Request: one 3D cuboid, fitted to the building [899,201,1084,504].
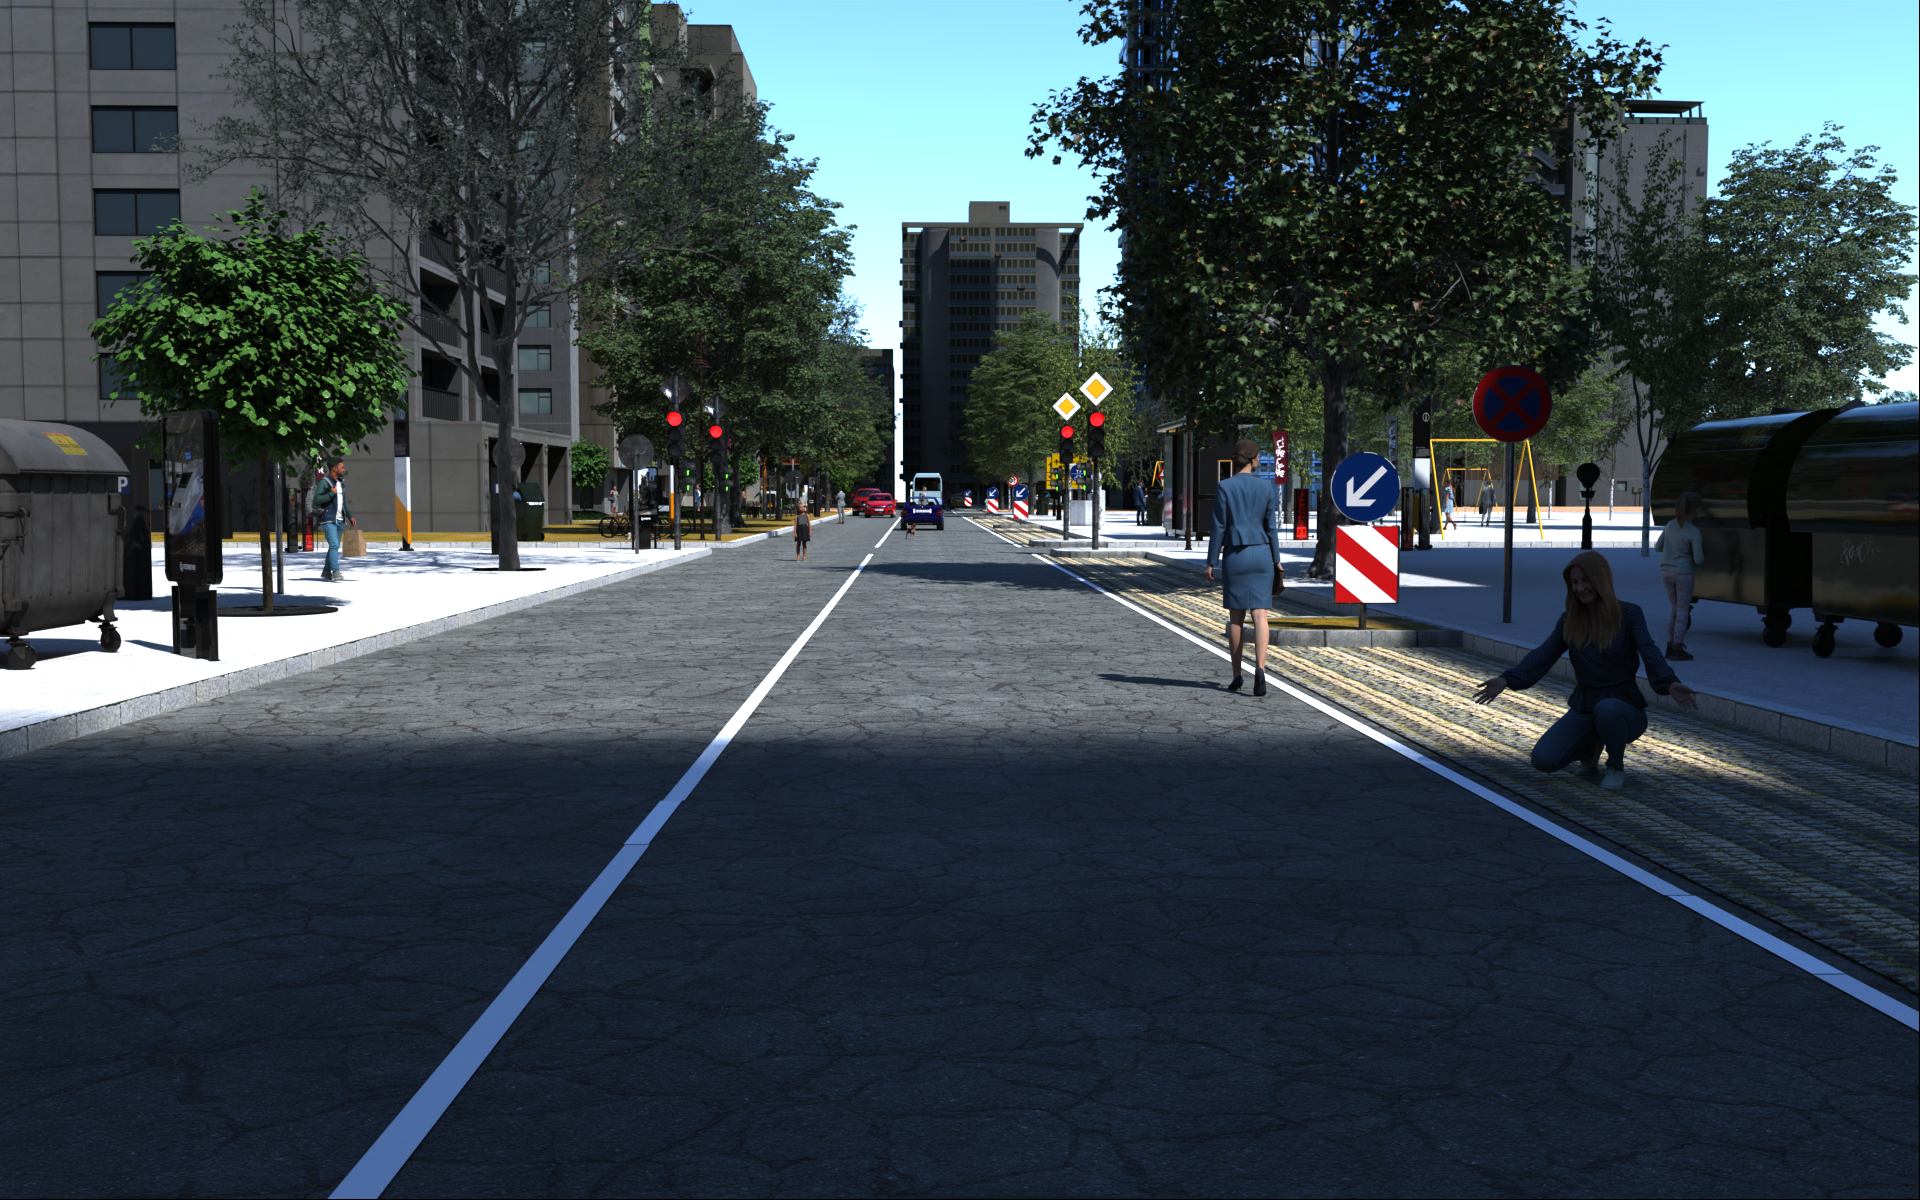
[{"bbox_3d":[3.884,-33.068,232.544,23.993,40.220,32.217,0,4,-1],"label":"building"}]

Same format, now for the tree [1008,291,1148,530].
[{"bbox_3d":[4.814,-6.818,61.830,4.737,8.622,4.395,0,3,0],"label":"tree"}]

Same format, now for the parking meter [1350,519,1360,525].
[{"bbox_3d":[7.824,-1.748,34.296,0.399,1.863,0.255,-2,4,-31],"label":"parking meter"}]

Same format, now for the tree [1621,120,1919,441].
[{"bbox_3d":[28.183,-9.404,60.409,9.857,13.997,8.962,0,3,0],"label":"tree"}]

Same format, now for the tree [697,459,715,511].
[{"bbox_3d":[-13.586,-6.049,93.503,1.663,3.219,1.824,0,3,0],"label":"tree"}]

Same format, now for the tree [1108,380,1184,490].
[{"bbox_3d":[10.133,-8.398,87.669,4.360,8.622,3.978,0,3,0],"label":"tree"}]

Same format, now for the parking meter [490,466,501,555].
[{"bbox_3d":[-9.693,-1.887,36.563,0.399,1.863,0.255,-1,4,-12],"label":"parking meter"}]

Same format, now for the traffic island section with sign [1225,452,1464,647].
[{"bbox_3d":[3.685,-0.514,17.036,1.989,1.847,2.006,0,4,-1],"label":"traffic island section with sign"}]

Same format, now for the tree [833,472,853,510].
[{"bbox_3d":[-9.448,-9.089,143.199,1.663,3.219,1.824,0,3,0],"label":"tree"}]

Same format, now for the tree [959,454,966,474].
[{"bbox_3d":[1.858,-15.151,198.086,4.737,8.622,4.395,0,3,0],"label":"tree"}]

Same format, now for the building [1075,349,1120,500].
[{"bbox_3d":[30.773,-23.660,231.877,28.899,21.520,27.650,0,4,-1],"label":"building"}]

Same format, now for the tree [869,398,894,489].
[{"bbox_3d":[-11.144,-15.831,175.837,9.611,12.733,9.660,0,3,0],"label":"tree"}]

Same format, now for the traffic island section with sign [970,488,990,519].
[{"bbox_3d":[1.744,-5.557,99.477,1.989,1.847,2.006,0,4,-1],"label":"traffic island section with sign"}]

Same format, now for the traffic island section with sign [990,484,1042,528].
[{"bbox_3d":[2.392,-3.908,72.529,1.989,1.847,2.006,0,4,-1],"label":"traffic island section with sign"}]

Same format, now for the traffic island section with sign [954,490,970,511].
[{"bbox_3d":[0.576,-8.672,150.418,1.989,1.847,2.006,0,4,-1],"label":"traffic island section with sign"}]

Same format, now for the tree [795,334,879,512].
[{"bbox_3d":[-9.763,-12.456,121.779,7.486,12.596,7.792,0,3,0],"label":"tree"}]

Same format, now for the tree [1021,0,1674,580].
[{"bbox_3d":[5.726,-6.681,26.240,9.611,12.733,9.660,0,3,0],"label":"tree"}]

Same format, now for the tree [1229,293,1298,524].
[{"bbox_3d":[13.734,-9.524,73.843,7.486,12.596,7.792,0,3,0],"label":"tree"}]

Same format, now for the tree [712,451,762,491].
[{"bbox_3d":[-14.738,-7.997,114.456,4.285,4.588,4.351,0,3,0],"label":"tree"}]

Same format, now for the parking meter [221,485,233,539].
[{"bbox_3d":[-21.011,-2.514,49.518,0.372,1.533,0.369,0,3,0],"label":"parking meter"}]

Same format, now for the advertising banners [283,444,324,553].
[{"bbox_3d":[-14.507,-2.583,38.420,0.090,3.025,2.074,0,4,4],"label":"advertising banners"}]

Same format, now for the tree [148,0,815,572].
[{"bbox_3d":[-7.679,-7.226,28.511,12.009,13.543,11.850,0,3,0],"label":"tree"}]

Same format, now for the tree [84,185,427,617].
[{"bbox_3d":[-7.546,-2.139,18.691,4.285,4.588,4.351,0,3,0],"label":"tree"}]

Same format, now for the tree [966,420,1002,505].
[{"bbox_3d":[3.655,-11.009,130.361,4.737,8.622,4.395,0,3,0],"label":"tree"}]

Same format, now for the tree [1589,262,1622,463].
[{"bbox_3d":[24.699,-9.630,75.572,7.486,12.596,7.792,0,3,0],"label":"tree"}]

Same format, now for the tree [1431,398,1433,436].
[{"bbox_3d":[31.171,-9.861,111.594,4.360,8.622,3.978,0,3,0],"label":"tree"}]

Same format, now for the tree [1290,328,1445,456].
[{"bbox_3d":[19.918,-10.887,88.375,12.009,13.543,11.850,0,3,0],"label":"tree"}]

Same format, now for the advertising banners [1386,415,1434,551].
[{"bbox_3d":[10.103,-2.618,38.996,0.090,3.025,2.074,3,5,44],"label":"advertising banners"}]

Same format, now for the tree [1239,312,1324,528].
[{"bbox_3d":[11.870,-6.969,64.312,4.737,8.622,4.395,0,3,0],"label":"tree"}]

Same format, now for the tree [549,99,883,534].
[{"bbox_3d":[-7.787,-9.095,55.361,9.857,13.997,8.962,0,3,0],"label":"tree"}]

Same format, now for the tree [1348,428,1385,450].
[{"bbox_3d":[27.587,-10.395,120.324,4.360,8.622,3.978,0,3,0],"label":"tree"}]

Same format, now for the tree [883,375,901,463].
[{"bbox_3d":[-10.029,-15.431,158.956,9.857,13.997,8.962,0,3,0],"label":"tree"}]

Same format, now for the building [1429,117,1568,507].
[{"bbox_3d":[53.769,-32.534,182.046,14.200,45.320,14.600,0,4,-1],"label":"building"}]

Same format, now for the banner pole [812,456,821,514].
[{"bbox_3d":[-9.357,-7.554,113.518,0.401,3.779,0.863,-3,5,-45],"label":"banner pole"}]

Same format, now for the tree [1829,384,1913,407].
[{"bbox_3d":[52.454,-7.816,90.701,20.602,7.101,11.467,0,4,8],"label":"tree"}]

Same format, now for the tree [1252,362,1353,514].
[{"bbox_3d":[22.338,-11.405,112.228,9.928,11.665,9.643,0,3,0],"label":"tree"}]

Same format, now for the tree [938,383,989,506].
[{"bbox_3d":[2.576,-17.058,189.275,12.009,13.543,11.850,0,3,0],"label":"tree"}]

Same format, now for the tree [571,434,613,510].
[{"bbox_3d":[-20.677,-6.796,94.830,4.285,4.588,4.351,0,3,0],"label":"tree"}]

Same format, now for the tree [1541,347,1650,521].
[{"bbox_3d":[31.445,-8.171,83.961,4.360,8.622,3.978,0,3,0],"label":"tree"}]

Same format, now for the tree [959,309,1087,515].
[{"bbox_3d":[4.717,-11.506,106.255,7.486,12.596,7.792,0,3,0],"label":"tree"}]

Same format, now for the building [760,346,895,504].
[{"bbox_3d":[-23.345,-23.605,230.975,28.899,21.520,27.650,0,4,-1],"label":"building"}]

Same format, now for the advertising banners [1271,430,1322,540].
[{"bbox_3d":[9.494,-3.169,48.003,2.074,3.025,0.090,-2,4,-23],"label":"advertising banners"}]

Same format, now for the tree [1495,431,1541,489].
[{"bbox_3d":[30.730,-8.584,90.711,4.360,8.622,3.978,0,3,0],"label":"tree"}]

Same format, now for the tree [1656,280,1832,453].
[{"bbox_3d":[51.148,-12.852,111.945,13.155,14.587,18.604,-1,4,-17],"label":"tree"}]

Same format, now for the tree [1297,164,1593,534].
[{"bbox_3d":[15.180,-8.403,55.512,7.486,12.596,7.792,0,3,0],"label":"tree"}]

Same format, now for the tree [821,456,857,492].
[{"bbox_3d":[-10.367,-10.068,148.321,4.285,4.588,4.351,0,3,0],"label":"tree"}]

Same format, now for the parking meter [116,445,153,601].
[{"bbox_3d":[-10.011,-0.930,20.923,0.399,1.863,0.255,1,4,21],"label":"parking meter"}]

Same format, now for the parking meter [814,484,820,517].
[{"bbox_3d":[-7.978,-5.560,96.625,0.255,1.863,0.399,-2,4,-25],"label":"parking meter"}]

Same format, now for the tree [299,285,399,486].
[{"bbox_3d":[-19.475,-6.300,53.366,4.360,8.622,3.978,0,3,0],"label":"tree"}]

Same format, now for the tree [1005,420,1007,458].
[{"bbox_3d":[5.393,-8.017,81.437,4.737,8.622,4.395,0,3,0],"label":"tree"}]

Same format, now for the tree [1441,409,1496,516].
[{"bbox_3d":[31.160,-9.293,102.299,4.360,8.622,3.978,0,3,0],"label":"tree"}]

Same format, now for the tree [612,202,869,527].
[{"bbox_3d":[-8.607,-9.158,66.738,9.611,12.733,9.660,0,3,0],"label":"tree"}]

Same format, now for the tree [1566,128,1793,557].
[{"bbox_3d":[14.148,-5.184,35.113,4.737,8.622,4.395,0,3,0],"label":"tree"}]
